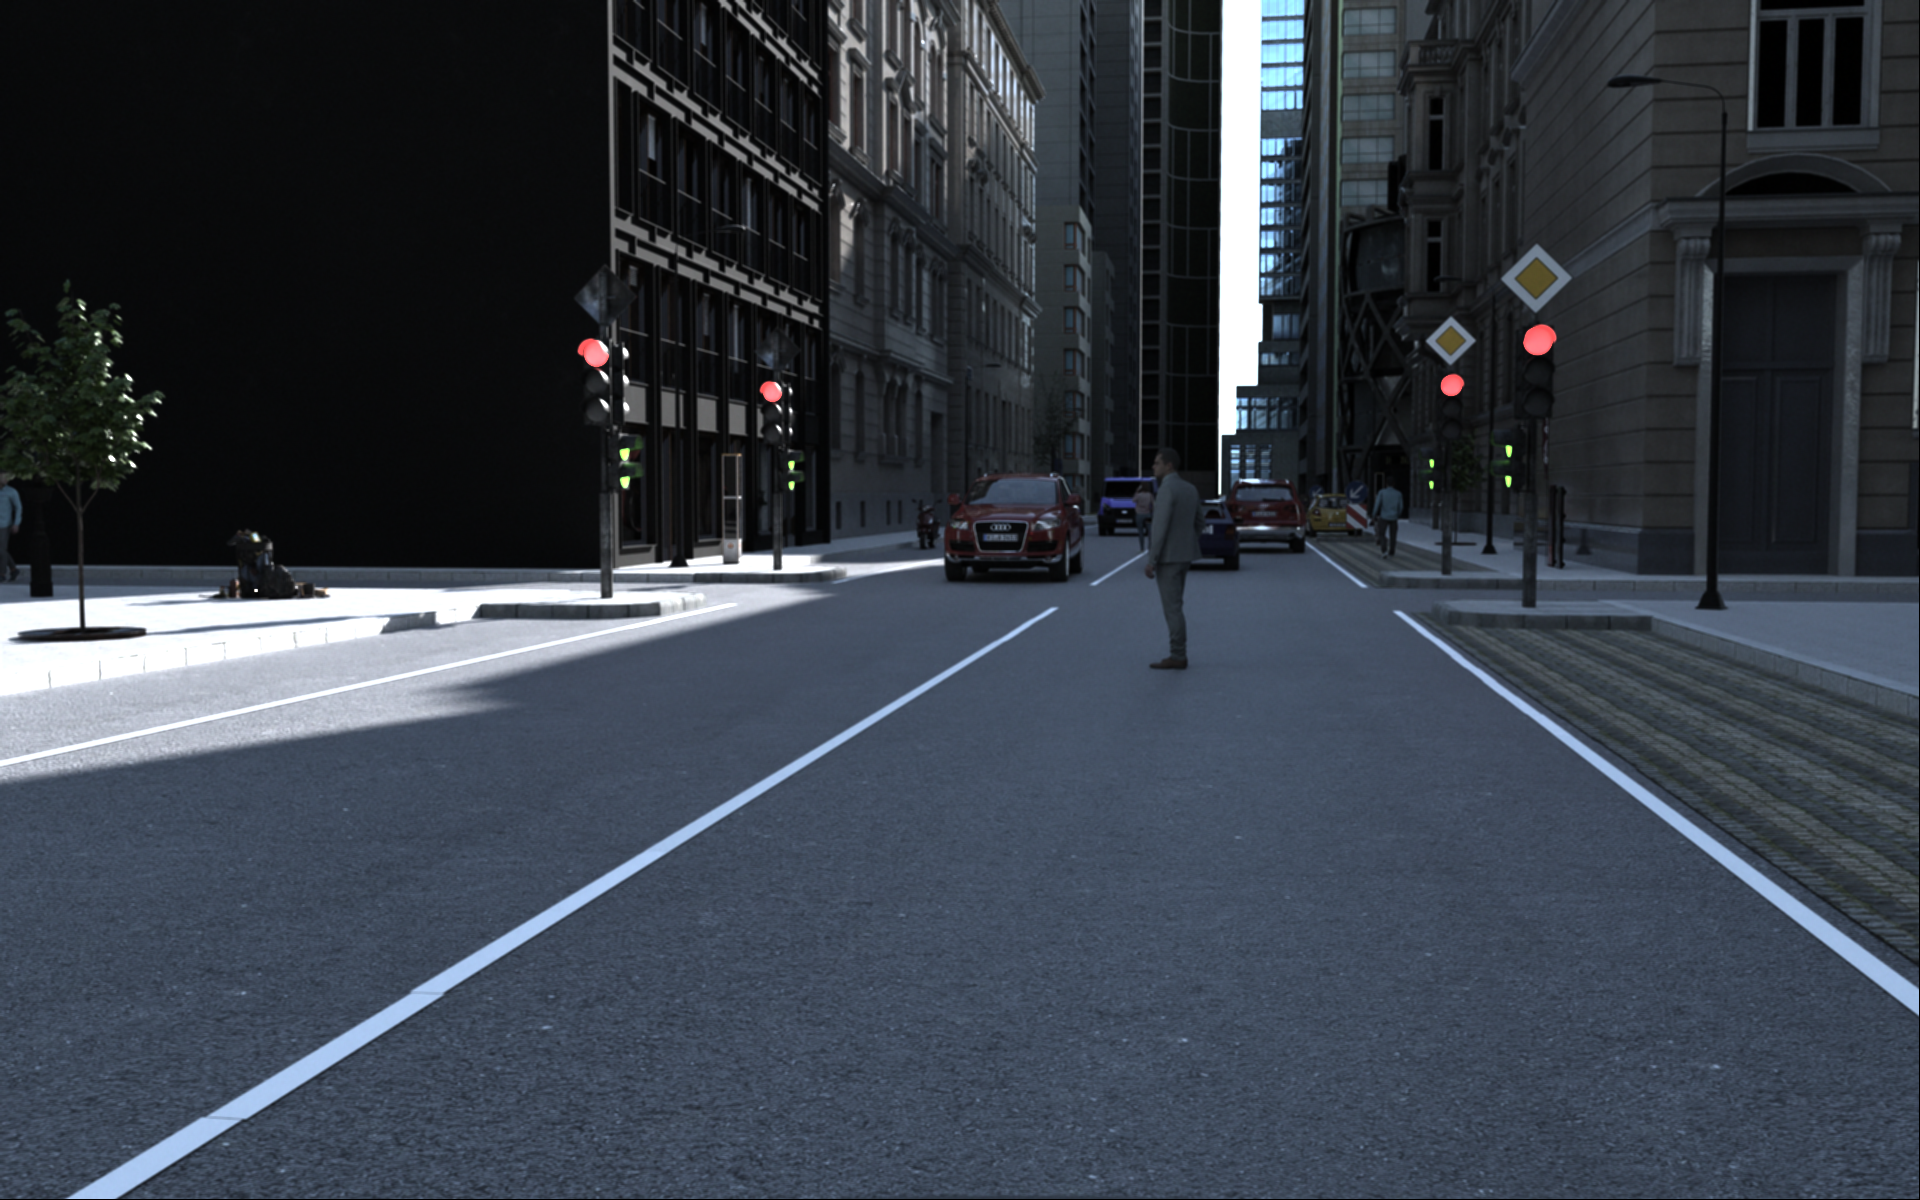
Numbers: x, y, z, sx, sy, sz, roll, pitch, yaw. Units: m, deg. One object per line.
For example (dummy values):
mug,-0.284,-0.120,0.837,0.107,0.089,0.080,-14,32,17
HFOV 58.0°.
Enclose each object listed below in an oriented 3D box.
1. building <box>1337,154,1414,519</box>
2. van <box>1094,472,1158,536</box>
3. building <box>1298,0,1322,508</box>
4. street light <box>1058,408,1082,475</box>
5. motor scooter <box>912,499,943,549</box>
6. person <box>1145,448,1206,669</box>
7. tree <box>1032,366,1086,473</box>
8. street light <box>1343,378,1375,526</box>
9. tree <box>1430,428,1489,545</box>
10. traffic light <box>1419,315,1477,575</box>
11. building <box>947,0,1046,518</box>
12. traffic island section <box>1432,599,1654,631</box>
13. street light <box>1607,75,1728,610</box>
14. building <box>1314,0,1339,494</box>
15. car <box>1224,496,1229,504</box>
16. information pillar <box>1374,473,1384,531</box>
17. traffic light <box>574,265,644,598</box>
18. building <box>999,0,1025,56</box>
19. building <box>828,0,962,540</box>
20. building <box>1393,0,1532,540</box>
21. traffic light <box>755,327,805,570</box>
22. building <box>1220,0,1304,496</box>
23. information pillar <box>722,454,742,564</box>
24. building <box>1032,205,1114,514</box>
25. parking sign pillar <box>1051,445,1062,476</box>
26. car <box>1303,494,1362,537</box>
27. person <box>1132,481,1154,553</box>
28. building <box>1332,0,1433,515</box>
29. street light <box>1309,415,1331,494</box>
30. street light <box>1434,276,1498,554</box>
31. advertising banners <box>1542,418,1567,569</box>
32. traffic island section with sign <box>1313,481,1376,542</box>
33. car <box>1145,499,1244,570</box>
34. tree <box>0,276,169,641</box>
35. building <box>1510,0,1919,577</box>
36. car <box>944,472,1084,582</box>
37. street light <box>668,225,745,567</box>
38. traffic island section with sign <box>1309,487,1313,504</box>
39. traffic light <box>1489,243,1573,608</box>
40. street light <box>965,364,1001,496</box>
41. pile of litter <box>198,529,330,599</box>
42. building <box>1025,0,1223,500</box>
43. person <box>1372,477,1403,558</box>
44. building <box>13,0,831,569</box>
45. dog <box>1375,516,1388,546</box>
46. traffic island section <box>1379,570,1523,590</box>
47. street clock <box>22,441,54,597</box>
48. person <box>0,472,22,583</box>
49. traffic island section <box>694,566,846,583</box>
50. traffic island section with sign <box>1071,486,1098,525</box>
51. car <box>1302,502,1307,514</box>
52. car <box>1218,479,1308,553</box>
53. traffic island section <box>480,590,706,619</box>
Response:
building,28.578,-13.718,91.739,16.820,18.784,16.811,1,4,9
van,5.989,-3.466,61.058,2.240,2.365,5.245,1,4,10
building,43.176,-32.946,162.373,21.300,48.544,21.600,1,4,9
street light,5.900,-7.401,93.552,1.470,5.913,1.316,1,4,9
motor scooter,-0.839,-2.005,45.566,0.815,1.314,1.986,0,4,8
person,1.755,-0.345,14.242,0.391,1.810,0.635,2,4,26
tree,4.986,-9.075,98.739,4.360,8.622,3.978,0,3,0
street light,16.011,-5.920,69.338,1.470,5.913,1.316,1,4,9
tree,12.654,-3.001,43.674,1.663,3.219,1.824,0,3,0
traffic light,7.712,-2.354,27.411,0.839,4.253,0.868,1,4,9
building,-3.514,-17.372,81.296,12.463,27.353,25.104,1,4,9
traffic island section,6.472,0.162,19.636,2.009,0.180,2.903,1,4,9
street light,7.872,-2.859,19.284,1.470,5.913,1.316,1,4,9
building,33.072,-28.985,124.009,14.600,45.320,14.200,1,4,9
car,16.906,-5.724,106.168,1.945,1.354,3.894,1,4,9
information pillar,14.545,-3.402,60.116,0.304,2.012,0.304,1,4,11
traffic light,-4.339,-1.977,21.252,0.839,4.253,0.868,1,4,9
building,6.903,-44.617,167.746,20.611,71.187,20.563,1,4,9
building,-8.294,-16.509,57.306,14.401,28.519,23.554,1,4,9
building,22.713,-14.748,60.222,14.460,24.649,34.723,1,4,9
traffic light,-3.062,-2.460,29.134,0.839,4.253,0.868,1,4,9
building,45.075,-53.789,192.113,31.000,86.520,22.319,1,4,9
information pillar,-4.185,-1.670,31.793,0.304,2.012,0.304,0,4,4
building,-4.206,-16.832,120.245,27.650,21.520,28.899,1,4,9
parking sign pillar,5.310,-6.527,95.186,1.447,3.967,1.447,1,4,12
car,12.496,-2.928,58.096,2.015,1.641,3.980,0,4,8
person,4.508,-1.996,41.720,0.593,1.750,0.643,-1,4,-21
building,30.898,-26.058,109.647,14.154,41.232,14.086,1,4,9
street light,21.077,-7.880,101.377,1.470,5.913,1.316,1,4,9
street light,10.791,-3.941,36.973,1.470,5.913,1.316,1,4,9
advertising banners,10.452,-2.100,30.517,0.090,3.025,2.074,1,4,9
traffic island section with sign,11.722,-2.648,51.919,1.989,1.847,2.006,1,4,9
car,4.600,-1.312,34.040,1.945,1.354,3.894,0,4,8
tree,-7.944,-1.285,15.604,1.663,3.219,1.824,0,3,0
building,21.345,-15.003,31.202,20.117,28.700,13.634,1,4,9
car,1.015,-1.311,30.111,2.281,1.827,5.304,1,4,8
street light,-4.403,-3.524,30.166,1.470,5.913,1.316,1,4,9
traffic island section with sign,16.027,-4.275,78.530,1.989,1.847,2.006,1,4,9
traffic light,6.434,-1.872,19.528,0.839,4.253,0.868,1,4,9
street light,0.766,-5.463,61.856,1.470,5.913,1.316,1,4,9
pile of litter,-8.664,-0.466,21.591,1.719,0.858,1.176,2,4,32
building,19.125,-46.338,195.880,20.611,71.187,20.563,1,4,9
person,9.511,-1.832,38.467,0.660,1.820,0.620,0,4,-2
building,-10.710,-12.720,37.644,12.332,23.373,15.834,1,4,9
dog,11.585,-1.907,48.016,0.513,0.831,0.800,3,5,41
traffic island section,7.750,-0.320,27.519,2.009,0.180,2.903,1,4,9
street clock,-11.473,-1.040,21.577,0.471,2.002,0.358,2,4,34
person,-15.447,-1.204,28.055,0.638,1.841,0.748,1,4,18
traffic island section,-3.100,-0.428,29.275,2.009,0.180,2.903,1,4,9
traffic island section with sign,5.534,-4.394,80.469,1.989,1.847,2.006,1,4,9
car,20.087,-5.654,105.024,1.945,1.354,3.894,1,4,9
car,7.684,-2.157,43.944,2.281,1.827,5.304,1,4,9
traffic island section,-4.377,0.054,21.393,2.009,0.180,2.903,1,4,9
